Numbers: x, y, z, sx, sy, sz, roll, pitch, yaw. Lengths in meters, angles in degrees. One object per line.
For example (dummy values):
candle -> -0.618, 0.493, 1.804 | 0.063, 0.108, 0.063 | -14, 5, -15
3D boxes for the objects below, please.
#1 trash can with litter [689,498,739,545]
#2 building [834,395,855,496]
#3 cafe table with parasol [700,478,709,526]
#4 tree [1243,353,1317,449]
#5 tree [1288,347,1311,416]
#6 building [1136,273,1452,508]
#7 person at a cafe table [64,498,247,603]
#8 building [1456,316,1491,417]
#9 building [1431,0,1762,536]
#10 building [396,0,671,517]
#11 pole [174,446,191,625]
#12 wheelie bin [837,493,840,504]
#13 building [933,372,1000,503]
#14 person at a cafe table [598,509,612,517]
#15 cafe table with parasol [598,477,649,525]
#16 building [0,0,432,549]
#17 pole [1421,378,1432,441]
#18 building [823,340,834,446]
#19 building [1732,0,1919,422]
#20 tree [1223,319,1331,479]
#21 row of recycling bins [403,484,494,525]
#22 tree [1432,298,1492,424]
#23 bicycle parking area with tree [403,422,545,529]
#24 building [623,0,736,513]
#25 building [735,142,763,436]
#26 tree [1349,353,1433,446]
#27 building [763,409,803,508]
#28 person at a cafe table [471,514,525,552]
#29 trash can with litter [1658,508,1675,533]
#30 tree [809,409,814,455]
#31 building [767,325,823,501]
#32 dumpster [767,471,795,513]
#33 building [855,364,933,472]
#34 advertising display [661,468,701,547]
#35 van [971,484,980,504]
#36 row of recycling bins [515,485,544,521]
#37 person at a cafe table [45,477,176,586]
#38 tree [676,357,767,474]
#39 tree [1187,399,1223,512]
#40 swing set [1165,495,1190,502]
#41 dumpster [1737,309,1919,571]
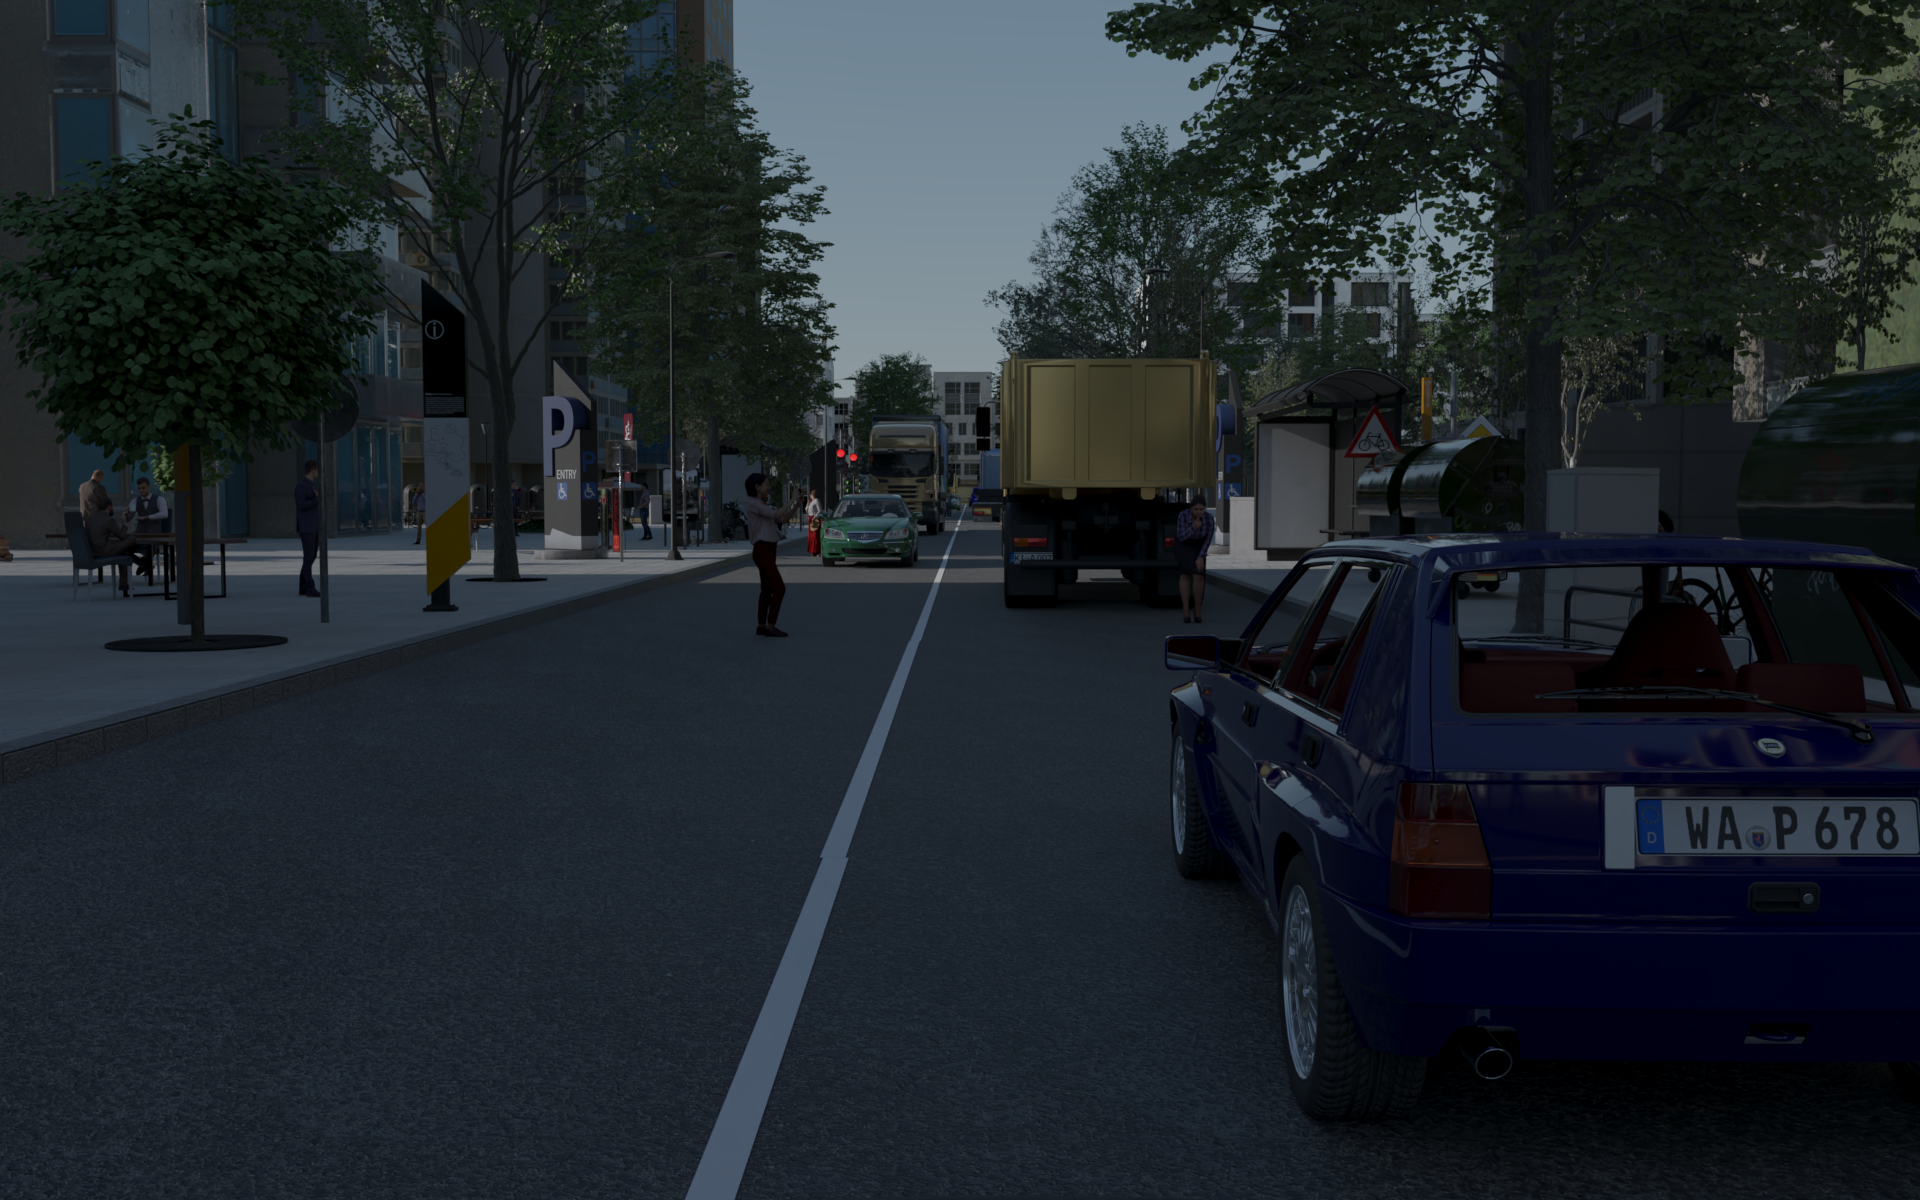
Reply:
trash can with litter -> -6.496, -2.075, 44.984 | 1.678, 1.210, 2.233 | 3, 4, 38
building -> -31.291, -24.016, 259.112 | 31.486, 18.905, 16.747 | 0, 4, 0
cafe table with parasol -> -10.581, -3.961, 69.621 | 2.610, 1.966, 2.610 | 0, 4, 1
tree -> 16.597, -8.587, 90.762 | 4.737, 8.622, 4.395 | 0, 3, 0
tree -> 15.502, -8.241, 85.111 | 4.360, 8.622, 3.978 | 0, 3, 0
building -> 31.466, -20.324, 176.264 | 27.936, 21.610, 32.646 | 0, 4, 0
person at a cafe table -> -9.967, -0.630, 21.158 | 1.698, 1.238, 1.726 | 3, 4, 38
building -> 64.210, -22.183, 206.670 | 32.646, 21.610, 27.936 | 0, 4, 0
building -> 26.787, -37.376, 49.342 | 20.563, 71.187, 20.611 | 0, 4, 0
building -> -33.190, -25.098, 102.235 | 32.217, 40.220, 23.993 | 0, 4, 0
pole -> -7.601, -1.415, 16.981 | 0.158, 3.312, 0.155 | 0, 3, 0
wheelie bin -> -8.245, -6.244, 109.990 | 0.980, 1.594, 0.693 | -1, 4, -17
building -> 11.943, -23.974, 258.425 | 31.486, 18.905, 16.747 | 0, 4, 0
person at a cafe table -> -13.583, -3.370, 63.612 | 1.622, 1.524, 1.698 | -1, 4, -15
cafe table with parasol -> -13.602, -3.879, 68.292 | 2.610, 1.966, 2.610 | 0, 4, 4
building -> -31.929, -26.241, 48.642 | 30.456, 49.044, 23.786 | 0, 4, 0
pole -> 8.186, -2.238, 30.442 | 0.158, 3.312, 0.155 | 0, 3, 0
building -> -21.453, -21.823, 213.224 | 11.380, 20.091, 16.016 | 0, 4, 0
building -> 23.353, -21.365, 32.916 | 14.154, 41.232, 14.086 | 0, 4, 0
tree -> 23.473, -13.527, 127.829 | 9.857, 13.997, 8.962 | 0, 3, 0
row of recycling bins -> -21.314, -3.955, 71.781 | 3.534, 1.692, 1.069 | 0, 4, 2
tree -> 27.298, -10.179, 92.181 | 9.928, 11.665, 9.643 | 0, 3, 0
bicycle parking area with tree -> -19.409, -4.874, 66.693 | 9.016, 4.147, 8.231 | 1, 4, 21
building -> -23.689, -28.847, 121.765 | 14.600, 45.320, 14.200 | 0, 4, 0
building -> -23.363, -22.302, 136.344 | 14.160, 30.474, 14.107 | 0, 4, 0
tree -> 27.967, -10.993, 114.151 | 7.601, 10.594, 8.767 | 1, 4, 9
building -> -20.050, -14.008, 171.181 | 9.099, 9.664, 28.070 | 0, 4, 0
person at a cafe table -> -10.709, -1.663, 38.046 | 1.698, 1.238, 1.726 | -3, 4, -36
trash can with litter -> 7.740, -0.492, 19.425 | 0.624, 1.170, 1.055 | 3, 5, 41
tree -> -12.721, -10.474, 121.611 | 4.360, 8.622, 3.978 | 0, 3, 0
building -> -23.949, -20.469, 191.095 | 16.016, 20.091, 11.380 | 0, 4, 0
dumpster -> -7.692, -4.264, 72.216 | 1.502, 2.255, 1.985 | 0, 4, 0
building -> -9.782, -24.602, 258.665 | 11.380, 20.091, 16.016 | 0, 4, 0
advertising display -> -6.802, -2.265, 42.252 | 0.974, 1.923, 0.123 | 1, 4, 13
van -> 2.099, -9.600, 161.341 | 2.240, 2.365, 5.245 | 0, 4, 2
row of recycling bins -> -21.269, -4.562, 81.699 | 3.534, 1.692, 1.069 | -2, 4, -26
person at a cafe table -> -11.783, -0.991, 24.710 | 1.698, 1.524, 1.622 | 0, 4, -1
tree -> -12.148, -8.341, 86.736 | 4.360, 8.622, 3.978 | 0, 3, 0
tree -> 16.618, -10.099, 115.480 | 4.737, 8.622, 4.395 | 0, 3, 0
swing set -> 17.712, -8.792, 141.365 | 2.862, 2.851, 3.119 | 0, 4, 4
dumpster -> 5.194, -0.397, 8.987 | 1.502, 2.255, 1.985 | 0, 4, 0
